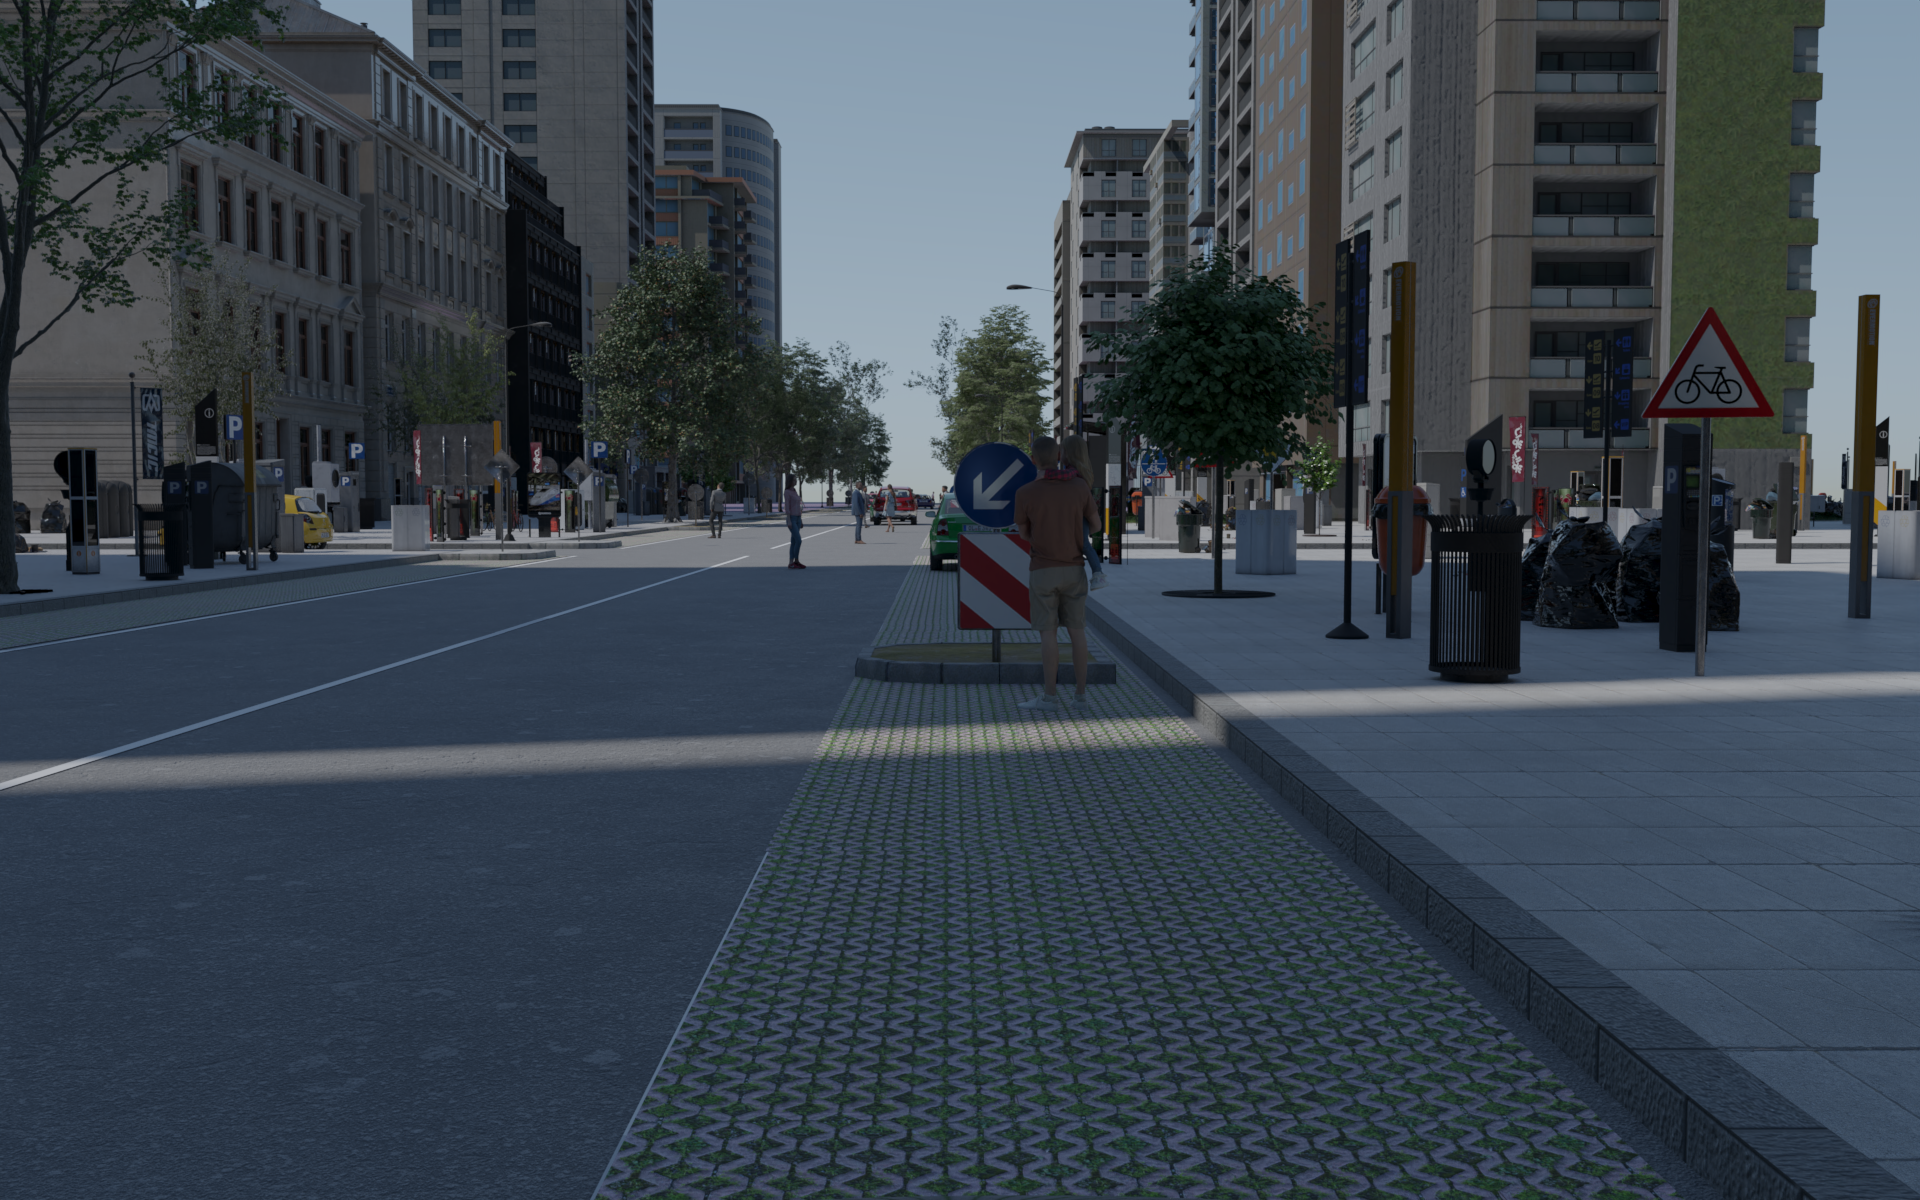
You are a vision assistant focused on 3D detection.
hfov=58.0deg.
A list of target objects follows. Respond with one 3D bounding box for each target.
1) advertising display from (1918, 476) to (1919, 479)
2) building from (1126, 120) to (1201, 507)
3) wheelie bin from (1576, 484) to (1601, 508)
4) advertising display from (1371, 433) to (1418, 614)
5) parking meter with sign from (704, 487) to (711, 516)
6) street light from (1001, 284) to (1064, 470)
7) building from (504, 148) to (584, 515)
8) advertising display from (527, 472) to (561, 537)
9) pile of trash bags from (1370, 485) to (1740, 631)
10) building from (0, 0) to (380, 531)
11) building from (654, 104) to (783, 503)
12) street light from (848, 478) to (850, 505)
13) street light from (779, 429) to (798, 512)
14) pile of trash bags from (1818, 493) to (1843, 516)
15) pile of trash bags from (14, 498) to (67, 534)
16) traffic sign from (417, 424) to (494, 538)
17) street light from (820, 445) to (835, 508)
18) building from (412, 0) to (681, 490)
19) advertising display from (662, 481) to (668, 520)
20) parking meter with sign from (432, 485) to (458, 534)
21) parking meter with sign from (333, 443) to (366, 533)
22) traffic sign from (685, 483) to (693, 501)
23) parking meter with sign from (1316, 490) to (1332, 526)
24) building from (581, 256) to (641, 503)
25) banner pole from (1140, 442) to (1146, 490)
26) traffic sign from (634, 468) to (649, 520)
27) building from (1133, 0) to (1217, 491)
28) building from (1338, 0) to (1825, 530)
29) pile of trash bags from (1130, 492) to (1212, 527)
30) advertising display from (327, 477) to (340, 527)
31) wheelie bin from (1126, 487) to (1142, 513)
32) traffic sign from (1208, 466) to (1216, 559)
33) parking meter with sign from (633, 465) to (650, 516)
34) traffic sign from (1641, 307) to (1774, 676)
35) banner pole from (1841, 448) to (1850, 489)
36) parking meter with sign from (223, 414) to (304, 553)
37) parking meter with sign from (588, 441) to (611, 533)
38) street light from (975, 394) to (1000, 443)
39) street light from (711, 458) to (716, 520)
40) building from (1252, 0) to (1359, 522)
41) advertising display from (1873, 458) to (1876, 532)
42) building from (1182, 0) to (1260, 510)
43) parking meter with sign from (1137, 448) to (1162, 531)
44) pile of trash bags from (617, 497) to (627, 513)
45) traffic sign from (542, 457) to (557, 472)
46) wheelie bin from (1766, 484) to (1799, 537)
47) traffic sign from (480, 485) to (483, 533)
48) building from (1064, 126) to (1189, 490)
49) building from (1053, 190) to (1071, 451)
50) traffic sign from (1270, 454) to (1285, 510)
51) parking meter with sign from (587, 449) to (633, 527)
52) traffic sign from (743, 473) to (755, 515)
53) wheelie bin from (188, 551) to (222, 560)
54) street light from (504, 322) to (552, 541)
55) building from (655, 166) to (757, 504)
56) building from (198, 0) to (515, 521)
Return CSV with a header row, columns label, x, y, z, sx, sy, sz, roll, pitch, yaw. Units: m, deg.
label,x,y,z,sx,sy,sz,roll,pitch,yaw
advertising display,33.754,-3.368,60.276,0.974,1.923,0.123,-1,4,-13
building,31.715,-29.344,171.661,32.217,40.220,23.993,0,4,0
wheelie bin,19.976,-2.873,54.878,0.980,1.594,0.693,3,4,36
advertising display,4.713,-0.830,18.783,0.123,1.923,0.974,3,4,36
parking meter with sign,-15.117,-6.585,103.932,0.543,3.016,1.738,-1,4,-22
street light,1.724,-4.034,38.504,1.470,5.913,1.316,0,4,0
building,-32.565,-17.357,113.465,12.332,23.373,15.834,0,4,0
advertising display,-12.298,-2.815,51.247,0.974,1.923,0.123,-1,4,-14
pile of trash bags,5.860,-0.461,17.283,3.447,1.369,1.912,1,4,13
building,-32.545,-14.298,69.925,11.583,22.565,21.152,0,4,0
building,-38.744,-44.035,261.963,21.231,58.520,28.212,0,4,0
street light,-12.710,-14.288,206.143,1.470,5.913,1.316,0,4,0
street light,-12.163,-9.193,122.843,1.470,5.913,1.316,0,4,0
pile of trash bags,50.762,-5.578,100.951,1.912,1.369,3.447,0,4,6
pile of trash bags,-30.939,-2.864,56.582,3.447,1.369,1.912,-1,4,-12
traffic sign,-14.657,-3.451,50.302,2.265,3.308,0.079,0,4,6
street light,-12.459,-11.658,163.147,1.470,5.913,1.316,0,4,0
building,-36.837,-44.093,159.174,20.563,71.187,20.611,0,4,0
advertising display,-14.379,-4.896,85.255,0.123,1.923,0.974,1,4,18
parking meter with sign,-16.726,-3.653,55.984,0.543,3.016,1.738,1,4,18
parking meter with sign,-20.562,-3.792,58.253,0.543,3.016,1.738,0,4,2
traffic sign,-14.733,-5.827,95.278,0.884,2.594,0.081,0,4,7
parking meter with sign,14.637,-4.522,70.189,0.543,3.016,1.738,-1,4,-9
building,-41.314,-17.793,135.950,27.650,21.520,28.899,0,4,0
banner pole,8.807,-5.715,83.458,0.401,3.779,0.863,-1,4,-22
traffic sign,-15.607,-5.184,84.859,0.768,2.556,0.104,0,4,8
building,27.248,-50.708,141.739,22.319,86.520,31.000,0,4,0
building,23.357,-23.473,67.373,14.086,41.232,14.154,0,4,0
pile of trash bags,8.482,-3.634,69.166,3.447,1.369,1.912,1,4,22
advertising display,-23.762,-3.718,66.001,0.974,1.923,0.123,1,4,16
wheelie bin,8.319,-4.538,82.106,0.693,1.594,0.980,3,5,45
traffic sign,5.024,-2.099,34.315,0.884,2.594,0.081,0,4,5
parking meter with sign,-19.094,-6.556,103.445,0.543,3.016,1.738,-3,4,-38
traffic sign,5.216,-0.742,12.140,0.884,2.594,0.081,0,4,7
banner pole,48.018,-6.360,94.000,0.401,3.779,0.863,0,4,1
parking meter with sign,-15.199,-2.548,37.928,1.738,3.016,0.543,1,4,18
parking meter with sign,-12.120,-3.788,58.196,0.543,3.016,1.738,-1,4,-13
street light,1.413,-6.617,80.733,1.470,5.913,1.316,0,4,0
street light,-11.946,-7.015,87.239,1.470,5.913,1.316,0,4,0
building,22.783,-26.635,85.589,14.600,45.320,14.200,0,4,0
advertising display,16.254,-1.576,30.977,0.123,1.923,0.974,2,4,31
building,25.937,-41.096,110.180,20.563,71.187,20.611,0,4,0
parking meter with sign,6.687,-3.980,61.340,0.543,3.016,1.738,1,4,19
pile of trash bags,-23.673,-6.562,117.041,3.447,1.369,1.912,-3,4,-38
traffic sign,-14.126,-3.610,59.133,0.768,2.556,0.104,0,4,2
wheelie bin,24.806,-2.717,52.330,0.980,1.594,0.693,-1,4,-14
traffic sign,-15.330,-3.385,55.449,0.768,2.556,0.104,0,4,5
building,29.882,-40.111,245.045,28.713,52.752,27.495,0,4,0
building,25.853,-39.518,269.813,21.300,48.544,21.600,0,4,0
traffic sign,5.259,-1.717,29.251,0.795,2.450,0.064,0,4,4
parking meter with sign,-13.742,-4.347,67.333,1.738,3.016,0.543,0,4,3
traffic sign,-12.733,-6.381,104.436,0.768,2.556,0.104,0,4,3
wheelie bin,-14.792,-1.599,34.054,0.693,1.594,0.980,0,4,-7
street light,-11.719,-4.550,46.933,1.470,5.913,1.316,0,4,0
building,-39.147,-35.392,233.275,22.147,44.769,28.867,0,4,0
building,-33.002,-18.082,92.910,12.463,27.353,25.104,0,4,0
